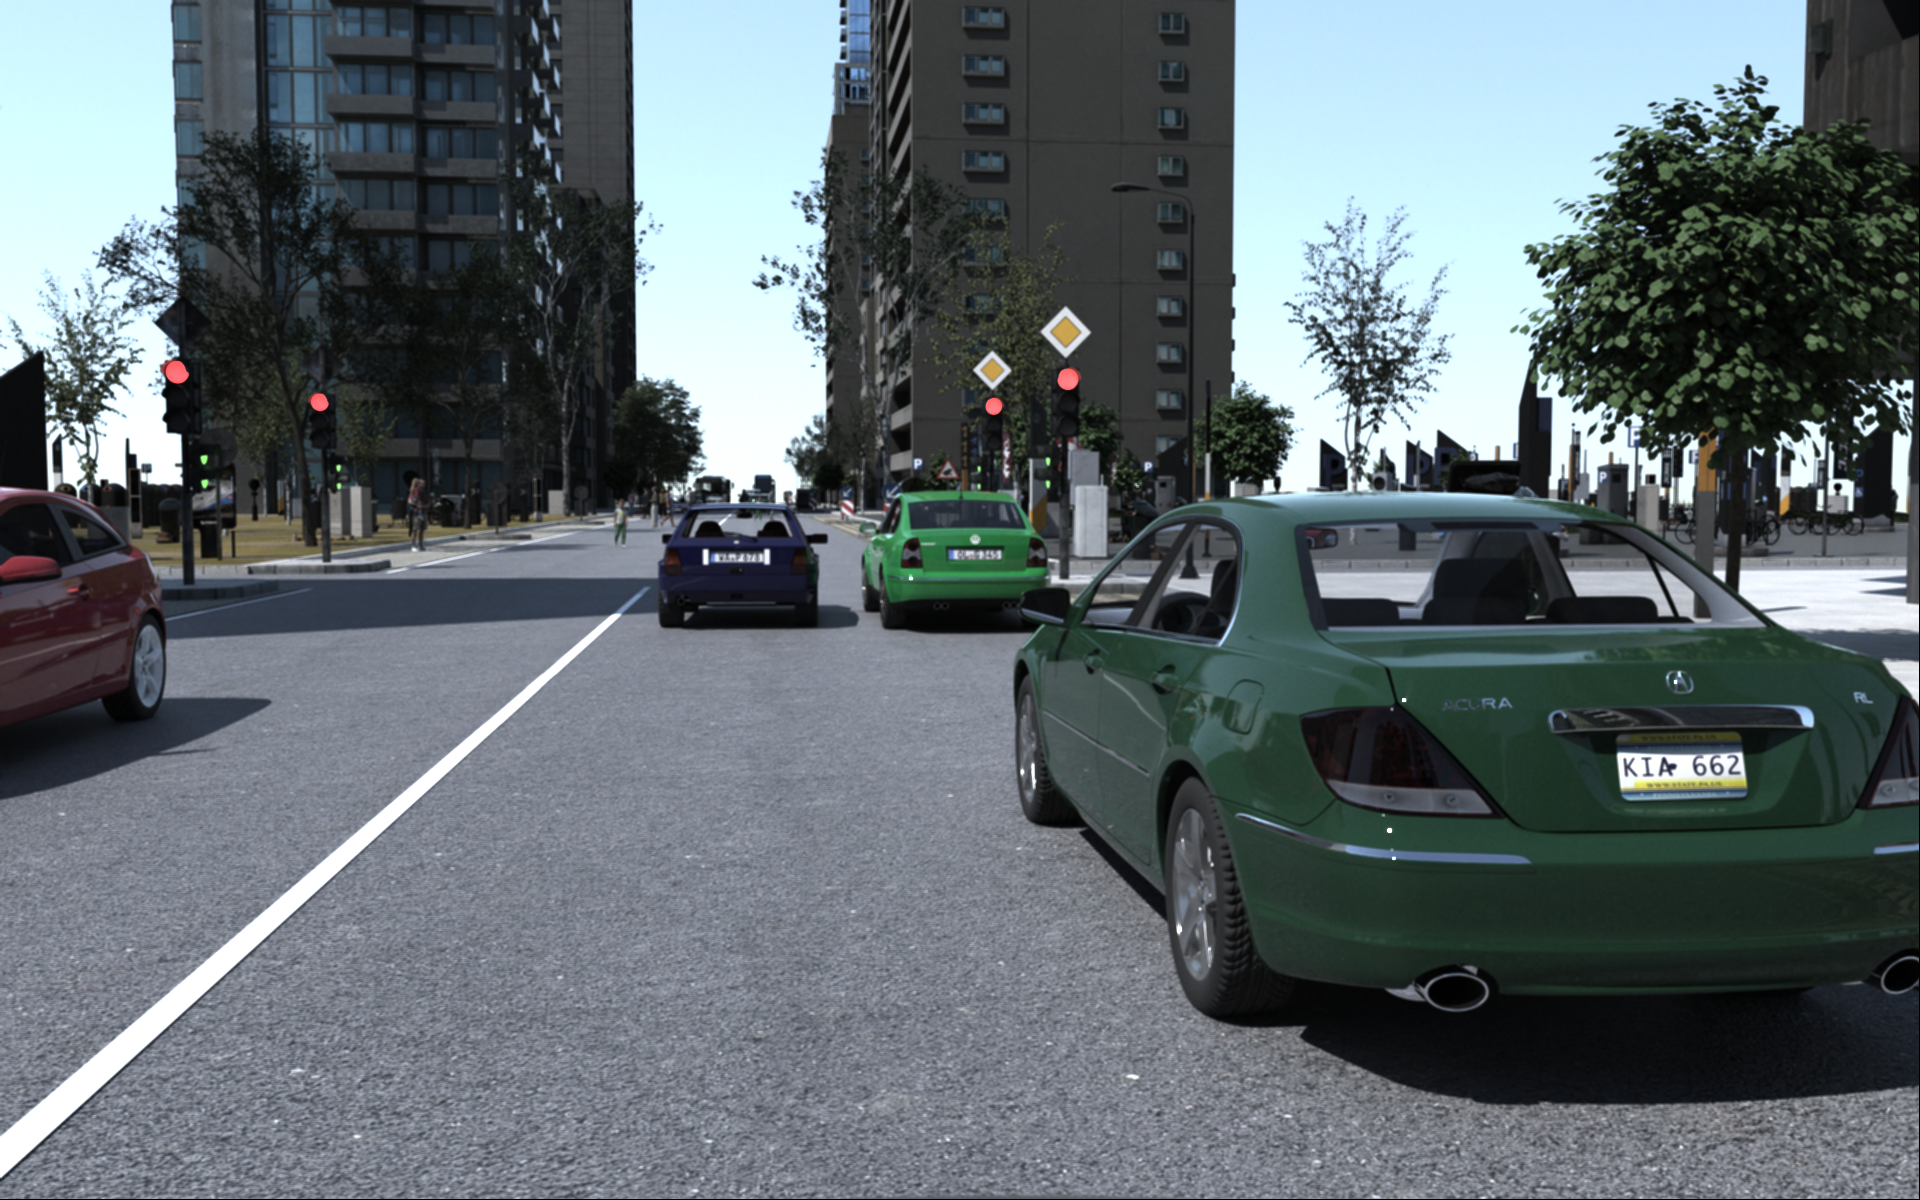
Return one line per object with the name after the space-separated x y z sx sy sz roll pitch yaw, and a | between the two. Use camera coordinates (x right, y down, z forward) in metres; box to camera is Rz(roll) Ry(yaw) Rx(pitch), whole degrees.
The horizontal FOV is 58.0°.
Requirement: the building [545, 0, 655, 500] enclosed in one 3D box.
-50.502 -48.074 224.261 20.563 71.187 20.611 0 4 -7 | building

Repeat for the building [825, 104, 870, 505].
-5.432 -36.026 212.723 21.300 48.544 21.600 0 4 -7 | building

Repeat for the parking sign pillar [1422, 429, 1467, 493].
20.271 -5.091 71.716 1.447 3.967 1.447 3 5 45 | parking sign pillar

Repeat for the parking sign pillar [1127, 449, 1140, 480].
10.158 -6.980 102.602 1.447 3.967 1.447 -2 4 -27 | parking sign pillar

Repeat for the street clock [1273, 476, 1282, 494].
12.973 -4.054 70.852 0.358 2.002 0.471 1 4 19 | street clock

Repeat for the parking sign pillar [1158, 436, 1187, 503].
9.841 -5.608 80.164 1.447 3.967 1.447 0 4 2 | parking sign pillar

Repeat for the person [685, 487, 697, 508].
-15.179 -5.455 97.782 0.679 1.850 0.850 -1 4 -17 | person

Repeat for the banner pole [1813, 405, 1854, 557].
17.975 -2.783 35.525 0.863 3.779 0.401 -1 4 -13 | banner pole

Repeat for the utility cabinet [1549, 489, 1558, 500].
28.074 -4.484 81.987 1.173 1.500 0.318 1 4 21 | utility cabinet

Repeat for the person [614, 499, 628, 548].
-9.122 -2.066 46.525 0.306 1.304 0.590 -2 4 -35 | person

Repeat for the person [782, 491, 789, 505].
-18.157 -10.458 180.012 0.750 1.759 0.617 0 4 -1 | person

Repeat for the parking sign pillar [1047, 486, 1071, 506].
5.561 -6.635 96.948 1.447 3.967 1.447 -1 4 -14 | parking sign pillar

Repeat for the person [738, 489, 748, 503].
-16.874 -7.744 135.107 0.705 1.826 1.348 1 4 23 | person

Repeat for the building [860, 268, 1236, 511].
6.148 -18.572 148.693 27.650 21.520 28.899 0 4 -7 | building

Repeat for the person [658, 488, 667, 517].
-18.806 -6.182 109.664 1.348 1.812 0.705 0 4 4 | person

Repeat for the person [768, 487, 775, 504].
-10.235 -5.244 94.335 0.391 1.810 0.635 0 4 2 | person

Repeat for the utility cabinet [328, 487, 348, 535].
-19.323 -2.762 53.830 0.318 1.500 1.173 -3 5 -41 | utility cabinet

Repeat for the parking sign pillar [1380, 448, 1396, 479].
25.287 -6.966 102.368 1.447 3.967 1.447 3 5 39 | parking sign pillar

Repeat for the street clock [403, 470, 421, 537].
-16.466 -2.905 52.059 0.471 2.002 0.358 0 4 -4 | street clock

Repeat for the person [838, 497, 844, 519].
-6.630 -5.175 97.376 0.475 1.303 0.640 -2 4 -23 | person

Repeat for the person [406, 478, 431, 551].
-13.539 -2.129 43.291 0.573 1.828 0.580 0 4 -5 | person

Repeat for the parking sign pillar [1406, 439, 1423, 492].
22.481 -5.891 84.788 1.447 3.967 1.447 1 4 14 | parking sign pillar

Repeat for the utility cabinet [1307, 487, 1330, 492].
11.179 -2.771 53.977 0.318 1.500 1.173 2 4 33 | utility cabinet

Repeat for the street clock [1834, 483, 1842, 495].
58.211 -6.747 114.887 0.358 2.002 0.471 -1 4 -21 | street clock

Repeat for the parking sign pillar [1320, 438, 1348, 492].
18.133 -5.845 84.037 1.447 3.967 1.447 -1 4 -15 | parking sign pillar

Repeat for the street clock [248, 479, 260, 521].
-33.797 -4.796 82.981 0.358 2.002 0.471 2 4 33 | street clock

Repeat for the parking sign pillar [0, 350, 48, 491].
-17.624 -2.665 32.051 1.447 3.967 1.447 2 4 28 | parking sign pillar

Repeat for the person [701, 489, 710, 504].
-20.258 -7.885 137.424 0.705 1.824 1.348 1 4 20 | person

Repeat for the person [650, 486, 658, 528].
-13.064 -3.968 73.927 0.362 1.759 0.519 0 4 3 | person

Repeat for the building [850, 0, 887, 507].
-0.237 -44.835 171.302 20.563 71.187 20.611 0 4 -7 | building

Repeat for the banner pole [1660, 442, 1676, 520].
33.738 -5.644 82.299 0.863 3.779 0.401 1 4 13 | banner pole

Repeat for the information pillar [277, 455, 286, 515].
-40.891 -6.915 104.420 0.504 3.616 0.183 -3 5 -40 | information pillar

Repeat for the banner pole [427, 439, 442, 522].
-24.017 -5.445 79.044 0.401 3.779 0.863 3 5 41 | banner pole

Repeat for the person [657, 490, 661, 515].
-20.916 -6.797 120.355 0.721 1.735 1.217 3 5 43 | person

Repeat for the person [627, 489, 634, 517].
-20.417 -5.995 107.351 0.643 1.720 0.563 -2 4 -35 | person

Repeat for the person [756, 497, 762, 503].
-10.415 -4.698 89.567 0.590 1.304 0.306 2 4 35 | person

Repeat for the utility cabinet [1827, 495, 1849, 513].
40.864 -4.257 80.770 0.306 1.237 1.020 -2 4 -30 | utility cabinet

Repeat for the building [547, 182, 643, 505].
-53.905 -31.224 202.386 32.217 40.220 23.993 0 4 -7 | building

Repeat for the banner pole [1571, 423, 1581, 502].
21.533 -4.320 60.642 0.401 3.779 0.863 0 4 -4 | banner pole

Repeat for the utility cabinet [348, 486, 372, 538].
-17.551 -2.577 50.805 0.318 1.500 1.173 -2 4 -34 | utility cabinet

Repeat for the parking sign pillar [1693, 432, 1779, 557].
16.072 -2.906 35.983 1.447 3.967 1.447 1 4 18 | parking sign pillar

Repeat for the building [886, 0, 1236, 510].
6.286 -30.454 121.622 21.300 48.544 21.600 0 4 -7 | building

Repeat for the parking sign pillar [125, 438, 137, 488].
-40.051 -5.824 83.691 1.447 3.967 1.447 -2 4 -28 | parking sign pillar

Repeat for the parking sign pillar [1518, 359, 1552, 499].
11.674 -2.862 35.258 1.447 3.967 1.447 1 4 9 | parking sign pillar

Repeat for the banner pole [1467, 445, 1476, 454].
26.128 -6.032 88.645 0.863 3.779 0.401 -2 4 -25 | banner pole

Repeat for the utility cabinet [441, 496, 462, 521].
-22.262 -3.957 75.865 0.306 1.237 1.020 2 4 24 | utility cabinet

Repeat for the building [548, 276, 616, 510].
-45.220 -18.673 150.337 27.650 21.520 28.899 0 4 -7 | building

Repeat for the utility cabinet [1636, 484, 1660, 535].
15.196 -1.813 38.323 0.318 1.500 1.173 1 4 13 | utility cabinet

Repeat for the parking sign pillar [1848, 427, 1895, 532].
31.062 -4.308 58.914 1.447 3.967 1.447 -1 4 -22 | parking sign pillar

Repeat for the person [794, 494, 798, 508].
-16.667 -10.289 177.657 0.756 1.711 0.436 -3 4 -36 | person

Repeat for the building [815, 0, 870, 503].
-9.527 -57.438 251.787 22.319 86.520 31.000 0 4 -7 | building

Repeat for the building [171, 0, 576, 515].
-39.953 -30.623 120.292 23.786 49.044 30.456 0 4 -7 | building

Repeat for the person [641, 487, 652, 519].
-18.114 -5.608 100.158 0.822 1.834 0.622 -3 4 -36 | person

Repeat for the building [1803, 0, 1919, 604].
16.749 -15.011 17.132 14.160 30.474 14.107 0 4 -7 | building

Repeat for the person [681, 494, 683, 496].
-31.503 -11.301 196.499 0.991 1.433 0.599 1 4 11 | person

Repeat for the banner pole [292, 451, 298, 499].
-38.998 -6.824 101.588 0.401 3.779 0.863 -3 5 -43 | banner pole

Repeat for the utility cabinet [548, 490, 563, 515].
-24.287 -5.883 104.859 1.173 1.500 0.318 0 4 3 | utility cabinet

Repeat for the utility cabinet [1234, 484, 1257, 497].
6.197 -1.766 37.561 0.318 1.500 1.173 0 4 0 | utility cabinet

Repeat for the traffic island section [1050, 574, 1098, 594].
1.591 -0.232 26.070 2.009 0.180 2.903 0 4 -7 | traffic island section

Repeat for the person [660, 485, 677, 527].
-12.740 -4.103 75.677 0.778 1.811 0.616 1 4 9 | person
